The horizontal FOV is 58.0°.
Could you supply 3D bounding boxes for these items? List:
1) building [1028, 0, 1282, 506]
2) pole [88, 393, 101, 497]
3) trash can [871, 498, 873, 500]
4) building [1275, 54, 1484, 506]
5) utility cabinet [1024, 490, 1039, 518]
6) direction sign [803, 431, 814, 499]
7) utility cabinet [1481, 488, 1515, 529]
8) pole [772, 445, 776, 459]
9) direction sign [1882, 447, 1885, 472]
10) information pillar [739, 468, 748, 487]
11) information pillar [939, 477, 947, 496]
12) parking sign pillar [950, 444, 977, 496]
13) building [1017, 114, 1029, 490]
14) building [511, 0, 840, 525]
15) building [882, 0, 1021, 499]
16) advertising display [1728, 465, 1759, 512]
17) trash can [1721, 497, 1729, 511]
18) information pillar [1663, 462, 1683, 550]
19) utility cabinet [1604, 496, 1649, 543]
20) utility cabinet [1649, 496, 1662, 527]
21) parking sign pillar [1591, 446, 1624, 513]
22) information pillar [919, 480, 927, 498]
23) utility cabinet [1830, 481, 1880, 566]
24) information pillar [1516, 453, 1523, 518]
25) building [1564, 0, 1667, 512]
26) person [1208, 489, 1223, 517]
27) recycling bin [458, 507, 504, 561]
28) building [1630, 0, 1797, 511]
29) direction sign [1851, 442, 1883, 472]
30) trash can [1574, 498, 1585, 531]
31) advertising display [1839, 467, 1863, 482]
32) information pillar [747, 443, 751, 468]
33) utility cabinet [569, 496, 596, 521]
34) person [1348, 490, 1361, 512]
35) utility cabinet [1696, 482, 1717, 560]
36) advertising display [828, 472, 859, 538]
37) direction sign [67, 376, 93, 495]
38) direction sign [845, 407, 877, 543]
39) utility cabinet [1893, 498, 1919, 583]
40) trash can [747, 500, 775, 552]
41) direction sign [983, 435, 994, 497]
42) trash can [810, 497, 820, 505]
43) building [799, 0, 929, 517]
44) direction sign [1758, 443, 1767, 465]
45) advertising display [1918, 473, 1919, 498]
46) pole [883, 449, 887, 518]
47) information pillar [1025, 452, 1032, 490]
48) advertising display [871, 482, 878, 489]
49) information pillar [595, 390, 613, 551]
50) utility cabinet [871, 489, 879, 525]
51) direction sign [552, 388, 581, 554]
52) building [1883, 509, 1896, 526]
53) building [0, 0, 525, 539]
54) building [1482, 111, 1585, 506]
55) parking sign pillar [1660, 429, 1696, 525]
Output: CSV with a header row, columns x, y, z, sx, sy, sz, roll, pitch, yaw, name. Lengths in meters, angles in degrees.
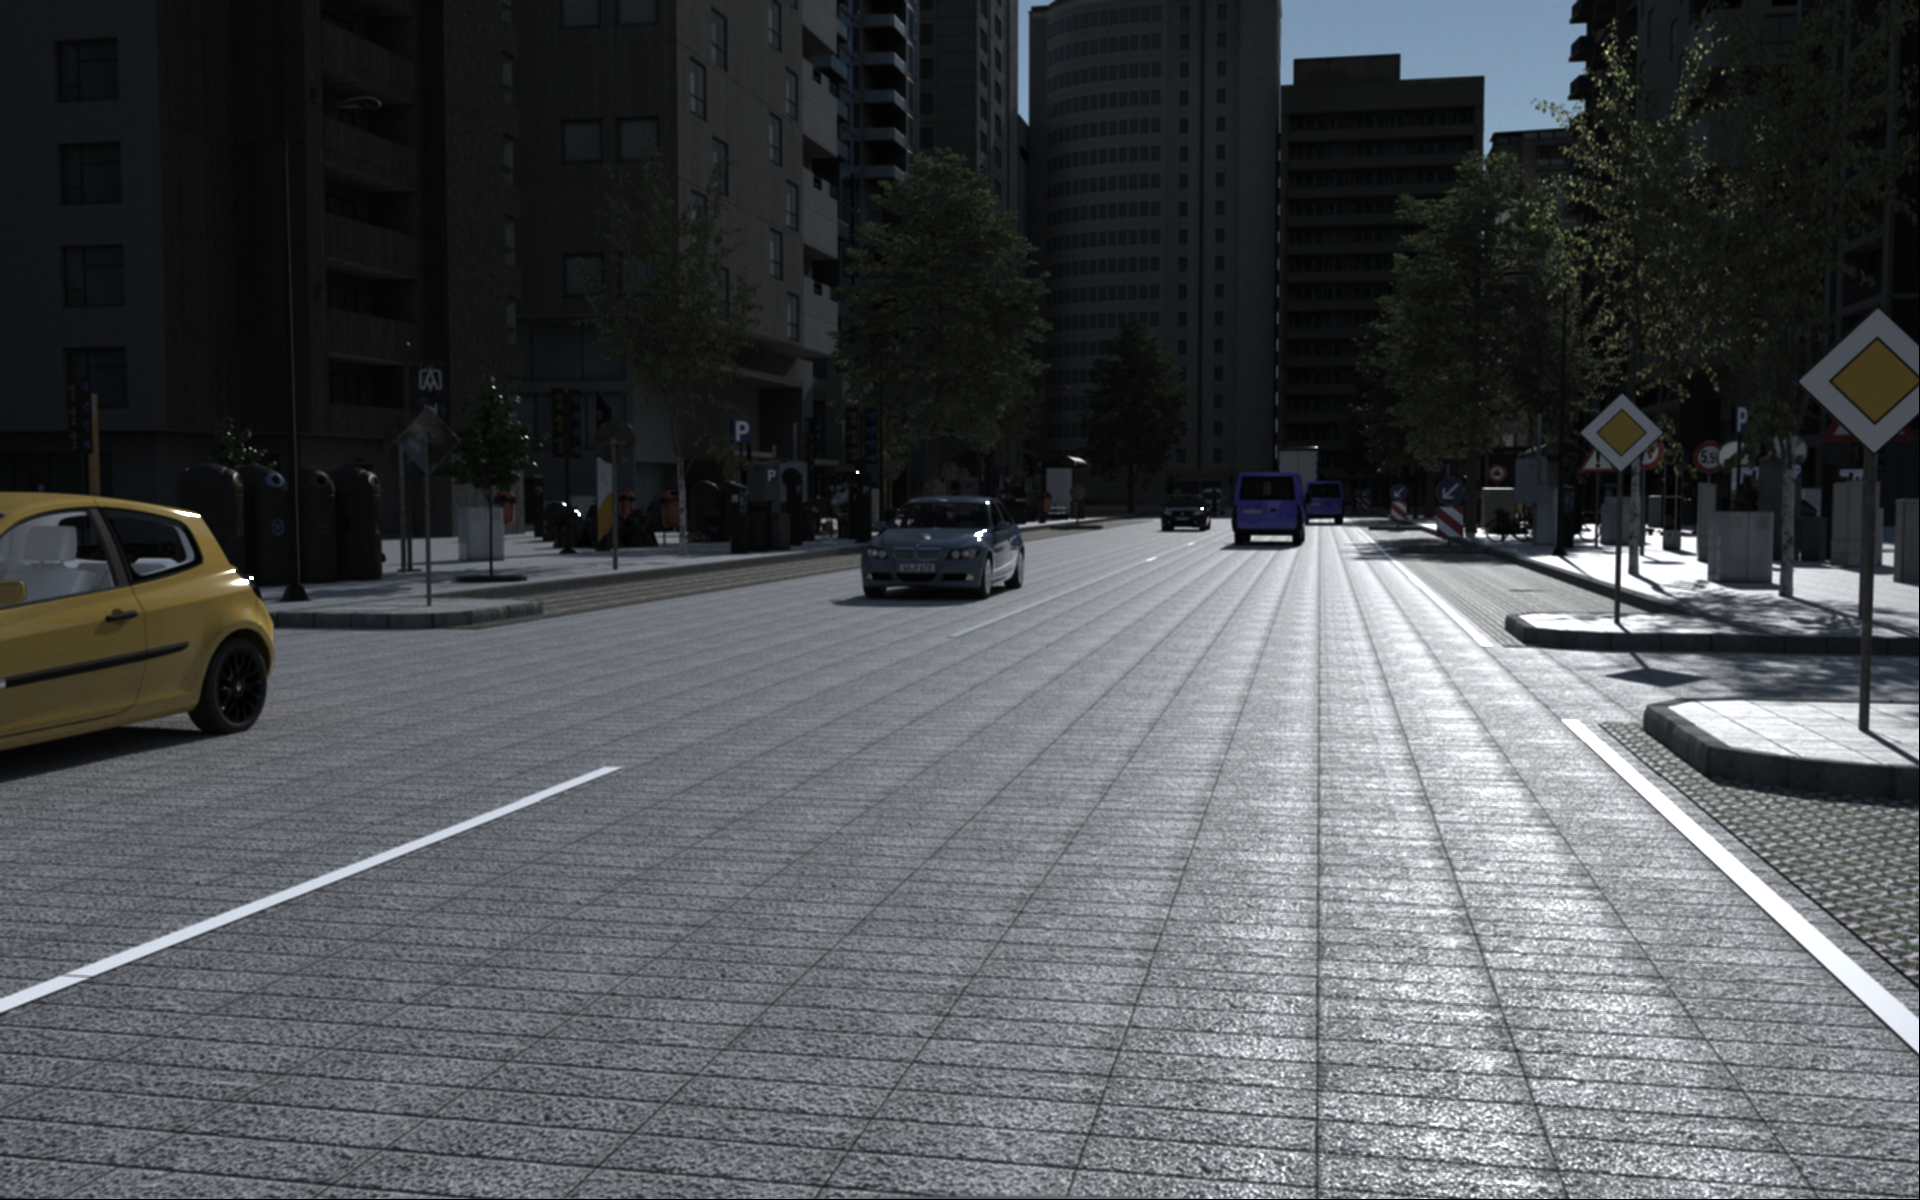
x,y,z,sx,sy,sz,roll,pitch,yaw,name
22.502,-40.265,200.327,28.212,58.520,21.231,1,4,12,building
-17.585,-2.529,35.186,0.158,3.312,0.155,0,3,0,pole
-3.295,-2.852,58.288,0.748,1.137,0.748,0,3,0,trash can
46.806,-34.953,195.183,21.600,48.544,21.300,1,4,12,building
3.689,-5.169,93.184,1.173,1.500,0.318,-1,4,-17,utility cabinet
-5.462,-4.318,62.602,0.379,3.537,0.876,-2,4,-29,direction sign
19.717,-3.351,63.466,1.173,1.500,0.318,-1,4,-10,utility cabinet
-7.709,-4.775,71.911,0.158,3.312,0.155,0,3,0,pole
32.377,-4.257,61.606,0.876,3.537,0.379,2,4,34,direction sign
-6.160,-2.767,49.727,0.304,2.012,0.304,1,4,11,information pillar
-0.726,-4.172,72.711,0.304,2.012,0.304,1,4,10,information pillar
0.186,-6.042,87.260,1.447,3.967,1.447,-1,4,-18,parking sign pillar
0.972,-33.714,201.341,14.200,45.320,14.600,1,4,12,building
-21.857,-30.290,84.476,28.713,52.752,27.495,1,4,12,building
-6.557,-43.448,148.620,20.611,71.187,20.563,1,4,12,building
17.270,-1.998,37.874,0.123,1.923,0.974,-2,4,-30,advertising display
36.537,-4.318,82.258,0.748,1.137,0.748,0,3,0,trash can
16.378,-2.159,39.798,0.304,2.012,0.304,3,5,45,information pillar
17.647,-2.131,46.000,1.020,1.237,0.306,1,4,11,utility cabinet
27.192,-3.421,67.091,0.306,1.237,1.020,-3,4,-39,utility cabinet
29.274,-5.494,78.303,1.447,3.967,1.447,0,4,4,parking sign pillar
-1.919,-5.202,89.546,0.304,2.012,0.304,2,4,29,information pillar
15.826,-1.343,30.632,1.173,1.500,0.318,-3,4,-39,utility cabinet
27.772,-5.787,85.966,0.504,3.616,0.183,-3,4,-37,information pillar
58.293,-29.156,131.328,22.147,44.769,28.867,1,4,12,building
15.754,-5.975,106.881,1.217,1.739,0.721,-3,4,-38,person
-9.271,-1.283,33.527,0.722,1.027,0.722,-2,4,-30,recycling bin
56.512,-31.406,102.726,28.713,52.752,27.495,1,4,12,building
22.630,-3.151,43.513,0.379,3.537,0.876,0,4,-2,direction sign
20.168,-2.777,57.056,0.748,1.137,0.748,0,3,0,trash can
21.354,-2.238,41.798,0.974,1.923,0.123,2,4,33,advertising display
-8.857,-4.976,72.707,0.183,3.616,0.504,-1,4,-20,information pillar
-14.174,-3.291,64.963,1.020,1.237,0.306,-3,5,-42,utility cabinet
30.688,-7.668,134.591,1.217,1.743,0.721,-1,4,-16,person
14.447,-1.518,33.491,0.318,1.500,1.173,1,4,21,utility cabinet
-3.366,-2.751,50.194,0.974,1.923,0.123,2,4,26,advertising display
-17.068,-2.547,33.643,0.876,3.537,0.379,3,4,37,direction sign
-2.590,-3.270,45.461,0.876,3.537,0.379,-2,4,-24,direction sign
14.154,-0.855,25.144,1.020,1.237,0.306,0,4,5,utility cabinet
-4.510,-1.654,38.691,0.748,1.137,0.748,0,3,0,trash can
1.098,-4.568,66.690,0.379,3.537,0.876,-2,4,-25,direction sign
-6.699,-4.087,78.482,0.748,1.137,0.748,0,3,0,trash can
-14.388,-48.901,112.208,22.319,86.520,31.000,1,4,12,building
35.523,-5.168,76.488,0.876,3.537,0.379,-2,4,-26,direction sign
27.428,-2.653,48.598,0.974,1.923,0.123,3,5,40,advertising display
-3.372,-5.136,77.809,0.158,3.312,0.155,0,3,0,pole
3.700,-6.266,93.799,0.504,3.616,0.183,3,5,40,information pillar
-4.746,-5.412,93.700,0.123,1.923,0.974,2,4,28,advertising display
-7.984,-2.906,38.862,0.504,3.616,0.183,3,5,44,information pillar
-3.711,-3.780,70.487,0.318,1.500,1.173,-3,5,-43,utility cabinet
-8.456,-2.769,37.268,0.379,3.537,0.876,2,4,28,direction sign
45.614,-38.647,70.133,20.563,71.187,20.611,1,4,12,building
-22.323,-17.005,49.725,14.160,30.474,14.107,1,4,12,building
64.679,-30.870,188.314,14.086,41.232,14.154,1,4,12,building
29.649,-5.077,71.478,1.447,3.967,1.447,3,5,41,parking sign pillar
